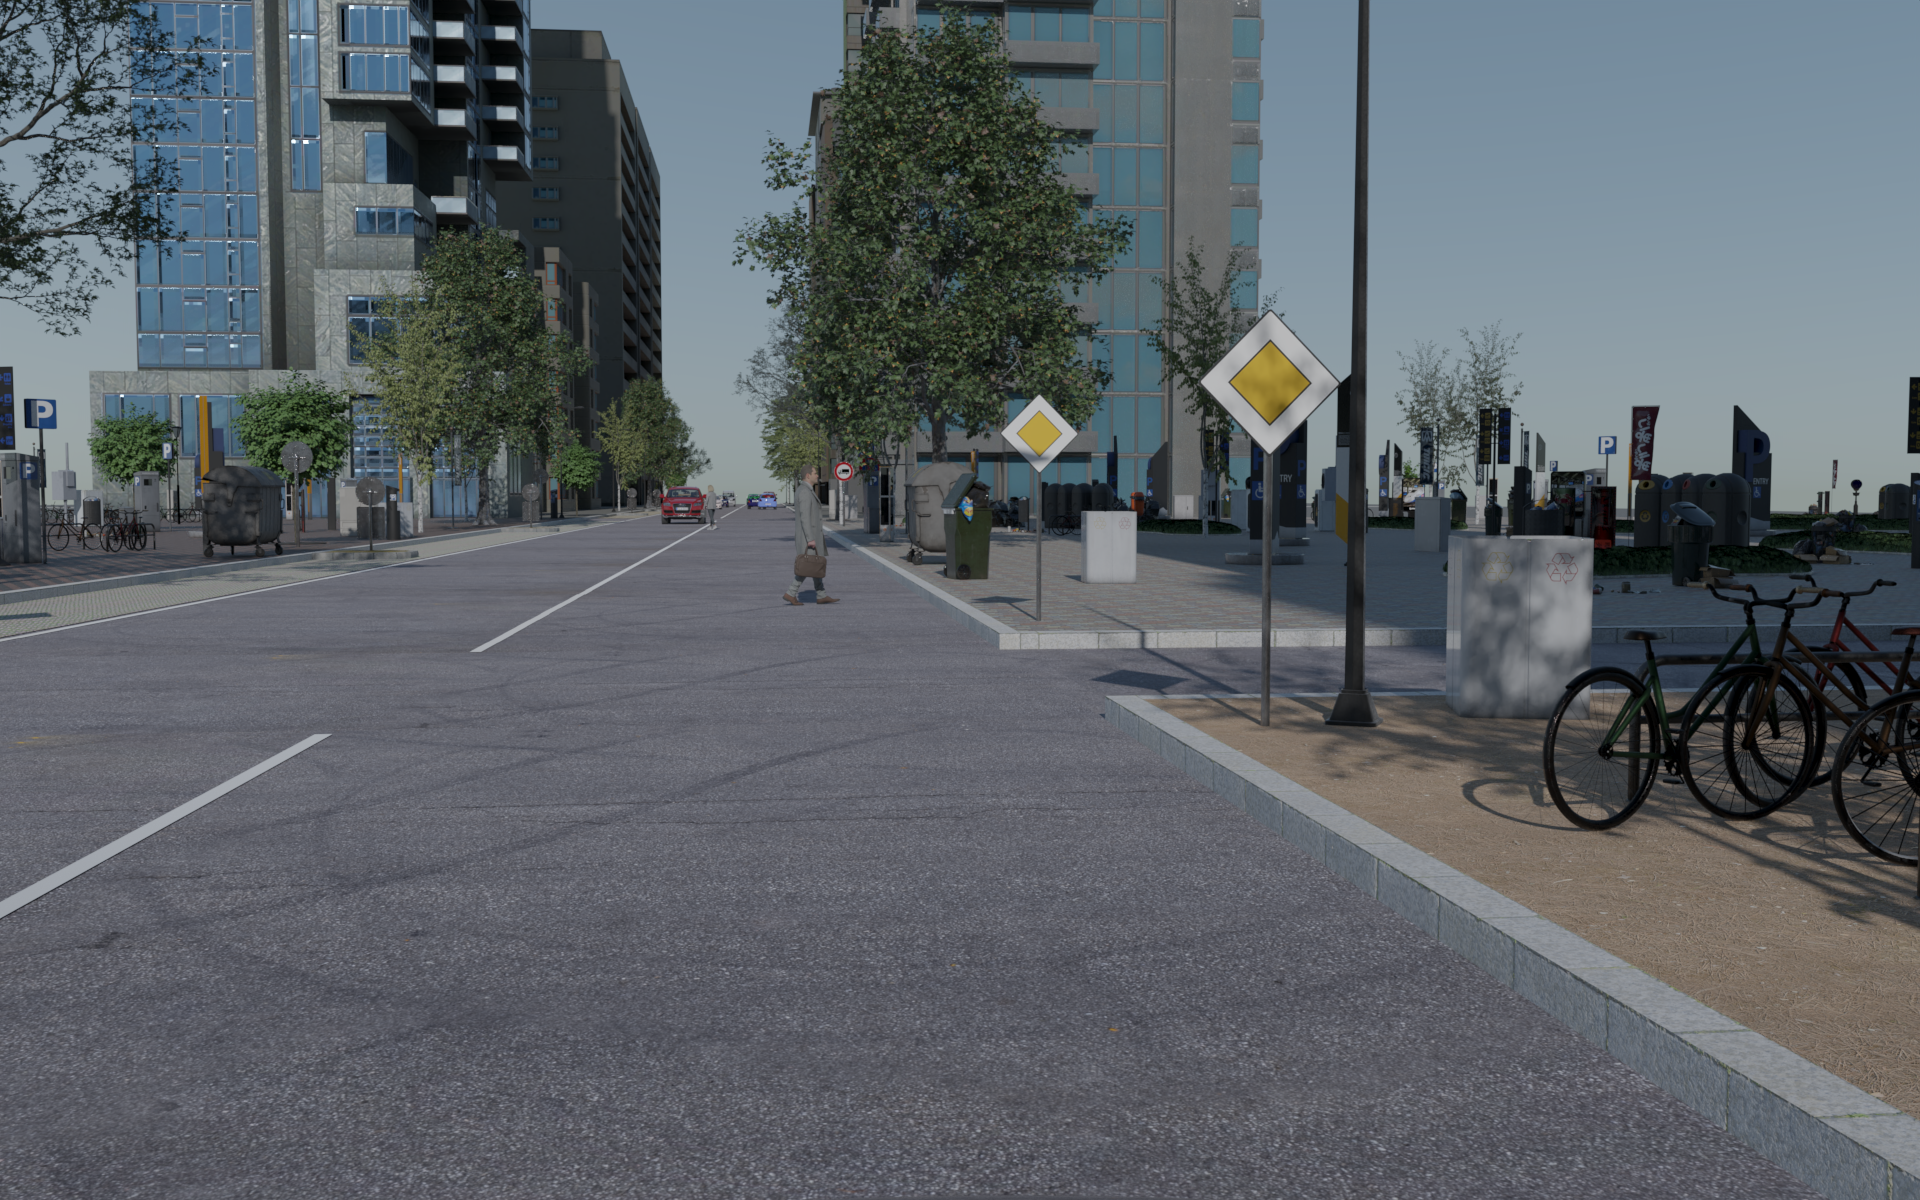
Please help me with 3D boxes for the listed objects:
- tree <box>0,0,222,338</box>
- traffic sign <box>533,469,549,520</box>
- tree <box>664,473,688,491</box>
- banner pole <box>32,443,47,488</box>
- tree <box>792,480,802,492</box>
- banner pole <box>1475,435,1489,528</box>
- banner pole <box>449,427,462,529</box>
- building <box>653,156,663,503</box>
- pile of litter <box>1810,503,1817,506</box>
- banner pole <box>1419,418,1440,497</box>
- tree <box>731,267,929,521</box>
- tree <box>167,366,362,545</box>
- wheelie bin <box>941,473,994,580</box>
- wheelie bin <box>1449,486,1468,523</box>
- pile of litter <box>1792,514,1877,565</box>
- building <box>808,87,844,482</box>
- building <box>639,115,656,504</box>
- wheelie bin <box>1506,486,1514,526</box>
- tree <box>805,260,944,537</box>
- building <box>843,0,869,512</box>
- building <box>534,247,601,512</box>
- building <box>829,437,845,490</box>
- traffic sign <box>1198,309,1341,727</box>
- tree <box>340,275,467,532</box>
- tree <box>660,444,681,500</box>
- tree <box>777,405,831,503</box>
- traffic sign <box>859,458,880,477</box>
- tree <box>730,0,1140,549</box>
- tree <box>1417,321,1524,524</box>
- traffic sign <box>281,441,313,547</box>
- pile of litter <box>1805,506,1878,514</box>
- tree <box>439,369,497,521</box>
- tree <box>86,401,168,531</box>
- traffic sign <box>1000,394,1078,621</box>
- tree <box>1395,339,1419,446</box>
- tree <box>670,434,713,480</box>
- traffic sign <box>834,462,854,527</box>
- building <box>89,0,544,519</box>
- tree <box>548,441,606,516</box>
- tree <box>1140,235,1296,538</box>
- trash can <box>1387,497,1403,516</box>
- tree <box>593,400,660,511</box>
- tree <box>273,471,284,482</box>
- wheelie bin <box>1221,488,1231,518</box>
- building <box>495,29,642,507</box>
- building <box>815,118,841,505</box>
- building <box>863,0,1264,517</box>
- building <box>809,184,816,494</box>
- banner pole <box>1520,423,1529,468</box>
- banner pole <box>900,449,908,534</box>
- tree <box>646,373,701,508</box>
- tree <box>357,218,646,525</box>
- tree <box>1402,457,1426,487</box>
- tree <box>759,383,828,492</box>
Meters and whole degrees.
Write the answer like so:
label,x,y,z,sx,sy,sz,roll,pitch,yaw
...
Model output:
label,x,y,z,sx,sy,sz,roll,pitch,yaw
tree,-13.665,-5.353,21.939,8.767,10.594,7.601,-1,4,-15
traffic sign,-20.988,-5.299,86.749,0.768,2.556,0.104,0,4,-4
tree,-35.289,-14.105,214.329,4.285,4.588,4.351,0,3,0
banner pole,-44.892,-5.775,84.444,0.401,3.779,0.863,2,4,25
tree,-18.301,-12.356,196.618,1.663,3.219,1.824,0,3,0
banner pole,19.506,-4.561,64.586,0.863,3.779,0.401,-2,4,-31
banner pole,-18.752,-4.550,64.410,0.863,3.779,0.401,3,5,42
building,-50.777,-37.000,228.648,21.300,48.544,21.600,0,4,-6
pile of litter,38.914,-3.952,78.578,1.719,0.858,1.176,0,4,6
banner pole,15.507,-4.098,57.025,0.863,3.779,0.401,-1,4,-9
tree,-5.742,-10.591,83.538,12.009,13.543,11.850,0,3,0
tree,-17.033,-3.720,44.535,4.285,4.588,4.351,0,3,0
wheelie bin,0.120,-1.119,26.204,0.693,1.594,0.980,-1,4,-20
wheelie bin,19.279,-3.612,66.960,0.693,1.594,0.980,1,4,18
pile of litter,15.930,-1.105,32.035,1.176,0.858,1.719,-2,4,-30
building,-4.793,-38.813,223.823,28.713,52.752,27.495,0,4,-6
building,-48.307,-35.645,206.502,21.300,48.544,21.600,0,4,-6
wheelie bin,22.439,-3.776,69.653,0.693,1.594,0.980,-3,4,-38
tree,-1.887,-6.181,51.419,4.360,8.622,3.978,0,3,0
building,-1.809,-27.357,130.878,14.154,41.232,14.086,0,4,-6
building,-43.416,-17.703,134.475,27.650,21.520,28.899,0,4,-6
building,-7.389,-25.503,188.677,14.160,30.474,14.107,0,4,-6
traffic sign,1.685,-0.359,9.514,0.795,2.450,0.064,0,4,-6
tree,-18.183,-6.552,57.482,4.737,8.622,4.395,0,3,0
tree,-31.603,-14.229,183.004,4.737,8.622,4.395,0,3,0
tree,-10.670,-10.484,121.779,4.737,8.622,4.395,0,3,0
traffic sign,-3.023,-3.559,58.302,0.768,2.556,0.104,0,4,-5
tree,-0.503,-7.550,40.449,9.611,12.733,9.660,0,3,0
tree,21.942,-7.529,73.464,4.360,8.622,3.978,0,3,0
traffic sign,-15.931,-2.539,41.612,0.768,2.556,0.104,0,4,1
pile of litter,25.151,-2.150,49.116,1.176,0.858,1.719,-3,4,-38
tree,-23.455,-8.040,81.816,4.360,8.622,3.978,0,3,0
tree,-29.225,-4.751,61.385,4.285,4.588,4.351,0,3,0
traffic sign,0.793,-0.844,17.449,0.795,2.450,0.064,0,4,-6
tree,22.355,-8.036,81.748,4.360,8.622,3.978,0,3,0
tree,-39.129,-19.067,246.160,8.767,10.594,7.601,0,4,-3
traffic sign,-4.582,-4.178,68.418,0.768,2.556,0.104,0,4,0
building,-36.746,-48.346,103.127,22.319,86.520,31.000,0,4,-6
tree,-22.324,-7.185,101.183,4.285,4.588,4.351,0,3,0
tree,7.372,-6.099,50.077,4.737,8.622,4.395,0,3,0
trash can,18.636,-3.816,74.042,0.748,1.137,0.748,0,3,0
tree,-25.985,-11.172,133.025,4.737,8.622,4.395,0,3,0
tree,-27.802,-4.578,69.449,1.663,3.219,1.824,0,3,0
wheelie bin,14.282,-5.179,92.577,0.693,1.594,0.980,-1,4,-12
building,-46.078,-34.334,185.057,21.300,48.544,21.600,0,4,-6
building,-9.071,-33.793,202.632,14.600,45.320,14.200,0,4,-6
building,5.518,-29.899,108.450,23.786,49.044,30.456,0,4,-6
building,-14.127,-36.347,244.378,14.600,45.320,14.200,0,4,-6
banner pole,19.706,-4.313,60.527,0.401,3.779,0.863,0,4,-5
banner pole,-1.702,-3.990,55.254,0.401,3.779,0.863,0,4,-3
tree,-29.559,-15.145,164.627,9.611,12.733,9.660,0,3,0
tree,-20.047,-9.504,72.405,9.611,12.733,9.660,0,3,0
tree,23.037,-5.778,89.065,1.663,3.219,1.824,0,3,0
tree,-16.762,-15.740,175.477,7.486,12.596,7.792,0,3,0
